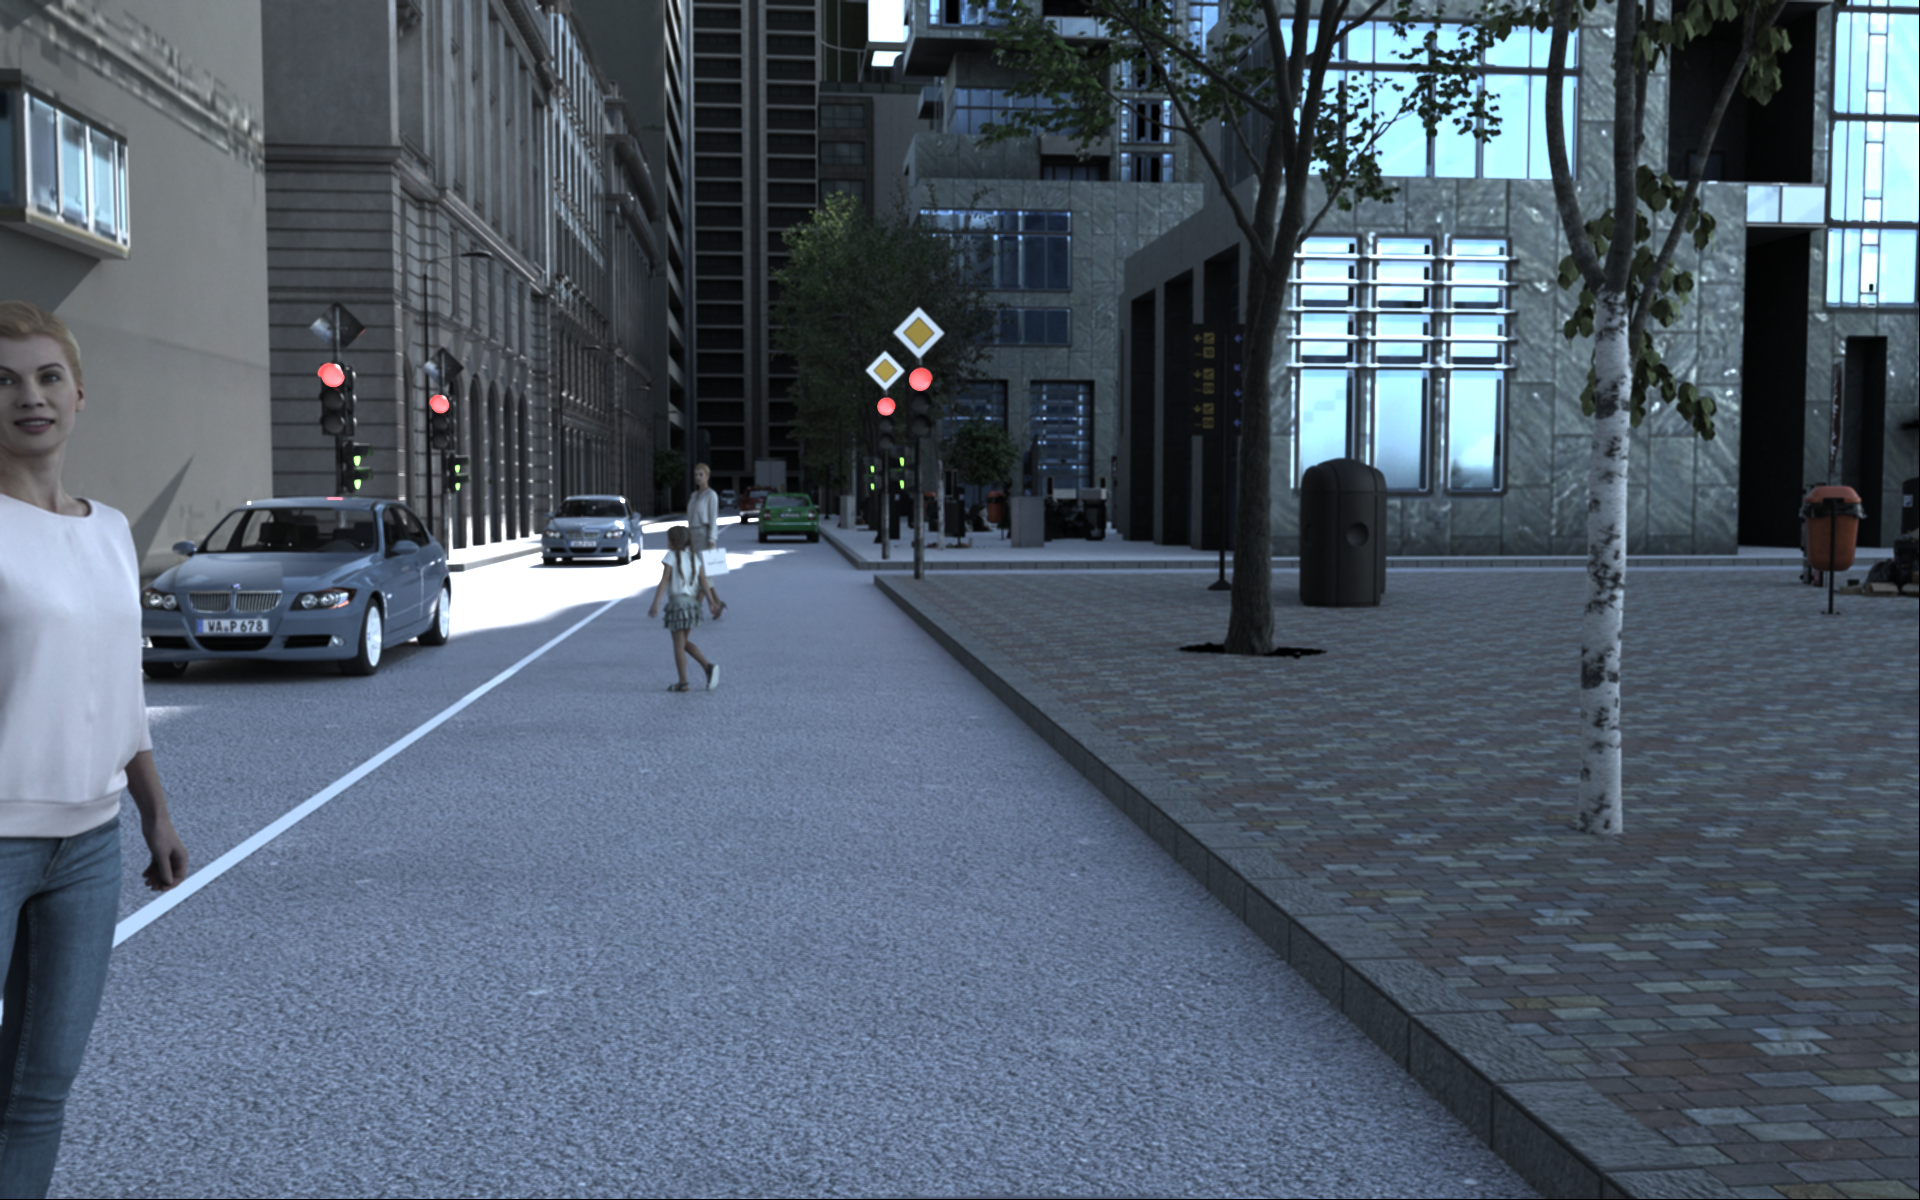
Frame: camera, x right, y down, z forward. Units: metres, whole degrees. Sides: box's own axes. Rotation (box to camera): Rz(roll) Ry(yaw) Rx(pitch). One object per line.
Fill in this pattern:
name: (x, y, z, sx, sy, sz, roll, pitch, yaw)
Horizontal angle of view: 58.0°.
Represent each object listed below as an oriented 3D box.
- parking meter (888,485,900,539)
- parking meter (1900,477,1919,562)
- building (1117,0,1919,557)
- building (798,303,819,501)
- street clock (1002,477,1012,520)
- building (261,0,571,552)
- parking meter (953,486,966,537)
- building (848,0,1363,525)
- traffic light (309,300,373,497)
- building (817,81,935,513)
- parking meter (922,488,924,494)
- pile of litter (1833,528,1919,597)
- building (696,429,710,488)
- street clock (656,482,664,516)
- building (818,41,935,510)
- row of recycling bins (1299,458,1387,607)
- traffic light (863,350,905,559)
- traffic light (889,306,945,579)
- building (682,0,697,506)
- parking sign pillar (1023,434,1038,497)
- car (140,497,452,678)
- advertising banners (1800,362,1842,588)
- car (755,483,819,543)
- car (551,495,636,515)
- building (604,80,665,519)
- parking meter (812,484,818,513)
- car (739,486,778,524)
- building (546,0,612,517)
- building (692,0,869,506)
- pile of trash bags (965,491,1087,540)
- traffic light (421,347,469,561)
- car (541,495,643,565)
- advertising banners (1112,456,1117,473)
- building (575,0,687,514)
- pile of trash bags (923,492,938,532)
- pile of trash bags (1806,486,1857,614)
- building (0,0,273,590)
parking meter: (-1.892, -2.488, 49.084, 0.372, 1.533, 0.369, 0, 3, 0)
parking meter: (13.403, -0.970, 24.279, 0.372, 1.533, 0.369, 0, 3, 0)
building: (20.132, -44.812, 45.354, 31.000, 86.520, 22.319, 0, 4, -6)
building: (-1.908, -19.976, 171.640, 27.650, 21.520, 28.899, 0, 4, -6)
street clock: (2.017, -4.255, 74.136, 0.358, 2.002, 0.471, 3, 4, 36)
building: (-17.822, -12.335, 43.485, 13.314, 21.916, 24.055, 0, 4, -6)
parking meter: (-0.030, -2.635, 51.494, 0.372, 1.533, 0.369, 0, 3, 0)
building: (5.698, -47.707, 92.679, 22.319, 86.520, 31.000, 0, 4, -6)
traffic light: (-9.002, -2.216, 25.158, 0.839, 4.253, 0.868, 0, 4, -6)
building: (-3.298, -21.642, 125.545, 14.160, 30.474, 14.107, 0, 4, -6)
parking meter: (-1.649, -3.795, 70.466, 0.372, 1.533, 0.369, 0, 3, 0)
pile of litter: (11.921, -0.480, 21.813, 1.176, 0.858, 1.719, -1, 4, -22)
building: (-40.782, -52.376, 169.019, 31.000, 86.520, 22.319, 0, 4, -6)
street clock: (-17.495, -5.888, 100.843, 0.471, 2.002, 0.358, 0, 4, 4)
building: (3.989, -27.722, 145.142, 32.217, 40.220, 23.993, 0, 4, -6)
row of recycling bins: (4.699, -0.863, 21.216, 1.069, 1.692, 3.534, 1, 4, 15)
traffic light: (-1.484, -2.757, 34.001, 0.839, 4.253, 0.868, 0, 4, -6)
traffic light: (-0.639, -2.272, 26.060, 0.839, 4.253, 0.868, 0, 4, -6)
building: (-32.971, -36.656, 141.320, 21.231, 58.520, 28.212, 0, 4, -6)
parking sign pillar: (3.170, -5.454, 77.646, 1.447, 3.967, 1.447, 1, 4, 14)
car: (-5.628, -0.189, 15.091, 2.014, 1.417, 4.499, 0, 4, -5)
advertising banners: (11.923, -1.700, 23.983, 0.090, 3.025, 2.074, 1, 4, 16)
car: (-5.212, -2.663, 52.343, 1.959, 1.807, 4.718, 0, 4, -7)
car: (-8.771, -1.822, 41.798, 2.014, 1.417, 4.499, 0, 4, -4)
building: (-22.122, -14.950, 86.230, 13.314, 21.916, 24.055, 0, 4, -6)
parking meter: (-8.164, -5.619, 97.586, 0.255, 1.863, 0.399, -2, 4, -34)
car: (-9.610, -4.606, 83.987, 2.281, 1.827, 5.304, 0, 4, -5)
building: (-18.859, -13.224, 65.362, 9.793, 20.994, 18.267, 0, 4, -6)
building: (-20.802, -46.648, 200.950, 20.611, 71.187, 20.563, 0, 4, -6)
pile of trash bags: (2.084, -2.442, 49.684, 3.447, 1.369, 1.912, -3, 5, -42)
traffic light: (-9.846, -2.702, 33.099, 0.839, 4.253, 0.868, 0, 4, -6)
car: (-7.684, -1.496, 36.460, 2.014, 1.417, 4.499, 0, 4, -6)
advertising banners: (7.392, -5.043, 78.648, 0.090, 3.025, 2.074, -2, 4, -25)
building: (-29.997, -30.168, 116.940, 21.300, 48.544, 21.600, 0, 4, -6)
pile of trash bags: (-0.366, -3.058, 59.747, 1.912, 1.369, 3.447, -2, 4, -32)
pile of trash bags: (10.708, -0.515, 18.168, 3.447, 1.369, 1.912, 2, 4, 23)
building: (-19.216, -23.741, 11.864, 21.600, 48.544, 21.300, 0, 4, -6)
